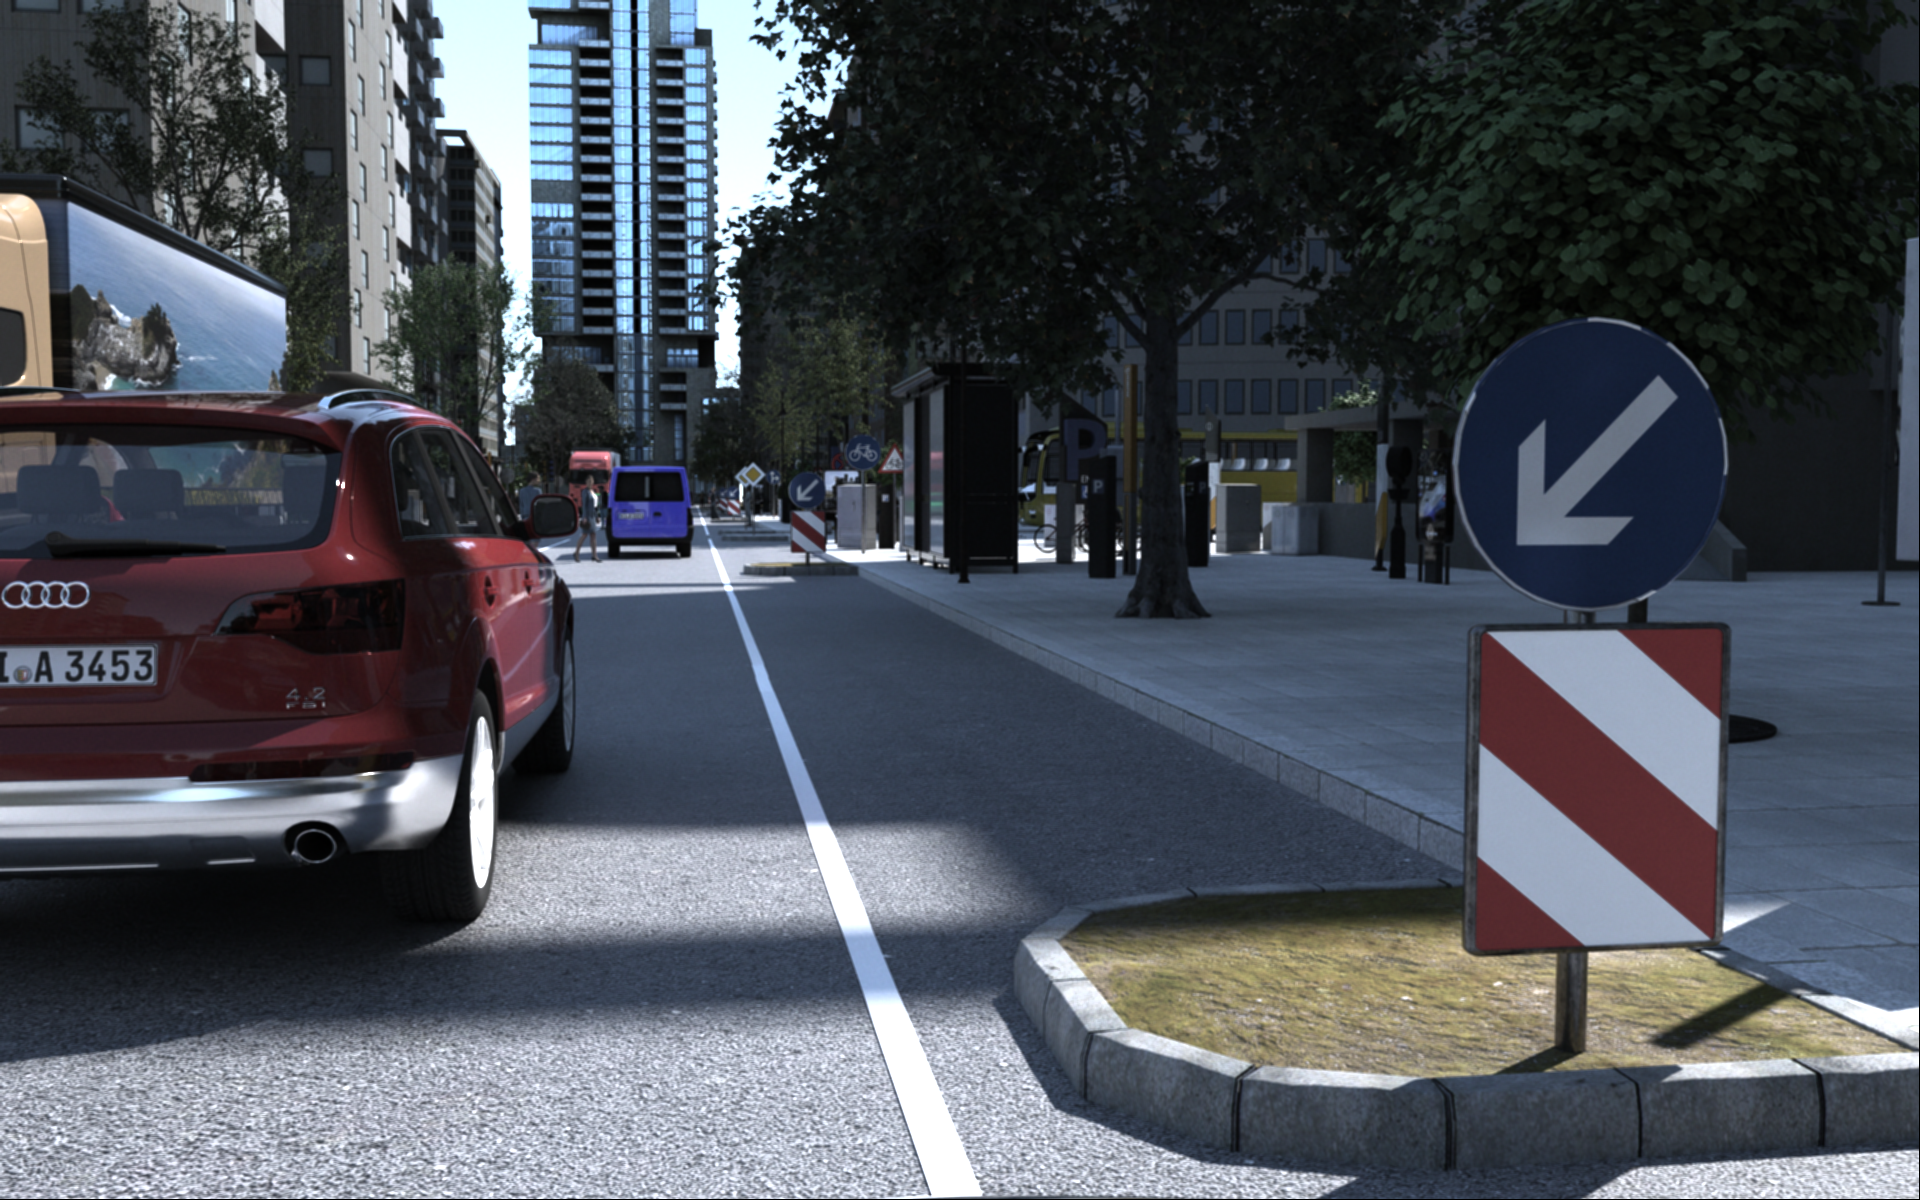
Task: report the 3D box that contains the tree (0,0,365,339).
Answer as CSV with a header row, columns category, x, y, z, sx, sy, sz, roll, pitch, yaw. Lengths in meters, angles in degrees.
category,x,y,z,sx,sy,sz,roll,pitch,yaw
tree,-14.995,-5.973,32.065,8.767,10.594,7.601,0,4,0

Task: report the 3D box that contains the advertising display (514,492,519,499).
category,x,y,z,sx,sy,sz,roll,pitch,yaw
advertising display,-28.737,-6.596,113.054,0.123,1.923,0.974,2,4,28

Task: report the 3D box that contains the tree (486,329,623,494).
category,x,y,z,sx,sy,sz,roll,pitch,yaw
tree,-29.964,-13.339,128.457,12.009,13.543,11.850,0,3,0

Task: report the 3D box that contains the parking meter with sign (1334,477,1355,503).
category,x,y,z,sx,sy,sz,roll,pitch,yaw
parking meter with sign,11.370,-3.364,51.261,0.543,3.016,1.738,2,4,33

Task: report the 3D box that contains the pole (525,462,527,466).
category,x,y,z,sx,sy,sz,roll,pitch,yaw
pole,-27.975,-7.212,111.752,0.158,3.312,0.155,0,3,0

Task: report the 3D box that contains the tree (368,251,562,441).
category,x,y,z,sx,sy,sz,roll,pitch,yaw
tree,-20.956,-9.019,73.215,9.928,11.665,9.643,0,3,0

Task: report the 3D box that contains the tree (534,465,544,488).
category,x,y,z,sx,sy,sz,roll,pitch,yaw
tree,-24.407,-6.285,97.369,1.663,3.219,1.824,0,3,0

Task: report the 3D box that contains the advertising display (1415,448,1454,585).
category,x,y,z,sx,sy,sz,roll,pitch,yaw
advertising display,6.808,-1.201,24.848,0.123,1.923,0.974,-1,4,-11

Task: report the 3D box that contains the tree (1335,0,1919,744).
category,x,y,z,sx,sy,sz,roll,pitch,yaw
tree,3.646,-1.575,9.471,4.285,4.588,4.351,0,3,0

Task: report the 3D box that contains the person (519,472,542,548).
category,x,y,z,sx,sy,sz,roll,pitch,yaw
person,-7.439,-1.314,30.010,0.581,1.822,0.654,3,4,38

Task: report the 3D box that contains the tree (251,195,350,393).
category,x,y,z,sx,sy,sz,roll,pitch,yaw
tree,-16.871,-5.645,42.652,4.737,8.622,4.395,0,3,0

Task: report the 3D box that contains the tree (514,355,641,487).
category,x,y,z,sx,sy,sz,roll,pitch,yaw
tree,-31.558,-13.718,141.290,9.611,12.733,9.660,0,3,0

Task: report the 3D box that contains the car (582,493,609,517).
category,x,y,z,sx,sy,sz,roll,pitch,yaw
car,-19.606,-5.247,94.587,1.959,1.807,4.718,0,4,-7

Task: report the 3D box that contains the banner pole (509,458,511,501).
category,x,y,z,sx,sy,sz,roll,pitch,yaw
banner pole,-30.721,-7.876,118.782,0.401,3.779,0.863,1,4,11

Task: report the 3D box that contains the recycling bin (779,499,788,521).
category,x,y,z,sx,sy,sz,roll,pitch,yaw
recycling bin,-8.168,-4.233,81.770,0.722,1.027,0.722,-1,4,-10

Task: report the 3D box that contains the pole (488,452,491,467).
category,x,y,z,sx,sy,sz,roll,pitch,yaw
pole,-22.843,-5.524,84.156,0.158,3.312,0.155,0,3,0

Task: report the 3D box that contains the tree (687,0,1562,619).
category,x,y,z,sx,sy,sz,roll,pitch,yaw
tree,2.010,-6.168,17.853,9.611,12.733,9.660,0,3,0

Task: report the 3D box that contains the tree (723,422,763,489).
category,x,y,z,sx,sy,sz,roll,pitch,yaw
tree,-20.808,-13.280,167.497,4.360,8.622,3.978,0,3,0

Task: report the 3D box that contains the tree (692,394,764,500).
category,x,y,z,sx,sy,sz,roll,pitch,yaw
tree,-23.278,-15.310,176.078,9.928,11.665,9.643,0,3,0

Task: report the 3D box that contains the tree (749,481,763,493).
category,x,y,z,sx,sy,sz,roll,pitch,yaw
tree,-17.320,-9.184,144.757,1.663,3.219,1.824,0,3,0

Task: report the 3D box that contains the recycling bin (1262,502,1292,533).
category,x,y,z,sx,sy,sz,roll,pitch,yaw
recycling bin,9.839,-2.511,53.602,0.722,1.027,0.722,3,5,41

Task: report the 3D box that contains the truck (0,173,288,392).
category,x,y,z,sx,sy,sz,roll,pitch,yaw
truck,-9.335,-1.738,17.328,2.839,4.237,11.283,0,4,-8

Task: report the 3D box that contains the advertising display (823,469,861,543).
category,x,y,z,sx,sy,sz,roll,pitch,yaw
advertising display,-3.065,-2.429,44.935,0.974,1.923,0.123,0,4,4

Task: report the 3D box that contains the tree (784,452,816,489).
category,x,y,z,sx,sy,sz,roll,pitch,yaw
tree,-6.466,-4.773,72.645,1.663,3.219,1.824,0,3,0

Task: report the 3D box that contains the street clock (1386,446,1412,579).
category,x,y,z,sx,sy,sz,roll,pitch,yaw
street clock,6.653,-1.328,26.281,0.358,2.002,0.471,3,4,38

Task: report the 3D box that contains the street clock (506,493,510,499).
category,x,y,z,sx,sy,sz,roll,pitch,yaw
street clock,-28.517,-6.418,109.502,0.358,2.002,0.471,2,4,27

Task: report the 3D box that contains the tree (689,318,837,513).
category,x,y,z,sx,sy,sz,roll,pitch,yaw
tree,-13.584,-12.842,120.343,12.009,13.543,11.850,0,3,0

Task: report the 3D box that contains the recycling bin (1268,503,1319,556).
category,x,y,z,sx,sy,sz,roll,pitch,yaw
recycling bin,7.025,-1.453,36.310,0.722,1.027,0.722,-3,5,-41

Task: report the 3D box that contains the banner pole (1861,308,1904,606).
category,x,y,z,sx,sy,sz,roll,pitch,yaw
banner pole,10.873,-1.837,20.045,0.863,3.779,0.401,-2,4,-26

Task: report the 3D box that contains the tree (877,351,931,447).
category,x,y,z,sx,sy,sz,roll,pitch,yaw
tree,-2.273,-8.292,85.942,4.360,8.622,3.978,0,3,0

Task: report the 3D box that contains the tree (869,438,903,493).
category,x,y,z,sx,sy,sz,roll,pitch,yaw
tree,-3.821,-7.168,100.915,4.285,4.588,4.351,0,3,0

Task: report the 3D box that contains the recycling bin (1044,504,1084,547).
category,x,y,z,sx,sy,sz,roll,pitch,yaw
recycling bin,2.537,-1.814,42.214,0.722,1.027,0.722,3,5,42

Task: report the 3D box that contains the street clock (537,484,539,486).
category,x,y,z,sx,sy,sz,roll,pitch,yaw
street clock,-25.149,-5.988,102.469,0.471,2.002,0.358,0,4,-4

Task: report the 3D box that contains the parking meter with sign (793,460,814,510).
category,x,y,z,sx,sy,sz,roll,pitch,yaw
parking meter with sign,-7.395,-5.441,85.223,1.738,3.016,0.543,3,5,40

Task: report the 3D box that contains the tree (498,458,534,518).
category,x,y,z,sx,sy,sz,roll,pitch,yaw
tree,-24.101,-6.047,93.464,1.663,3.219,1.824,0,3,0

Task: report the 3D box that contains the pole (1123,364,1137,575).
category,x,y,z,sx,sy,sz,roll,pitch,yaw
pole,2.687,-2.049,27.345,0.158,3.312,0.155,0,3,0

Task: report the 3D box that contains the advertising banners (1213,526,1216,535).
category,x,y,z,sx,sy,sz,roll,pitch,yaw
advertising banners,7.311,-3.608,55.183,2.074,3.025,0.090,2,4,24

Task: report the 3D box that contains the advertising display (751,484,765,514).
category,x,y,z,sx,sy,sz,roll,pitch,yaw
advertising display,-12.944,-6.458,110.798,0.974,1.923,0.123,2,4,27

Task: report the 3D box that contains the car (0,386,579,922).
category,x,y,z,sx,sy,sz,roll,pitch,yaw
car,-2.805,0.089,7.220,2.281,1.827,5.304,0,4,-7

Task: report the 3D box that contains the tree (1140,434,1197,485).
category,x,y,z,sx,sy,sz,roll,pitch,yaw
tree,5.677,-3.199,46.907,1.663,3.219,1.824,0,3,0

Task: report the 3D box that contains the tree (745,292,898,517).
category,x,y,z,sx,sy,sz,roll,pitch,yaw
tree,-3.378,-6.064,49.503,4.737,8.622,4.395,0,3,0

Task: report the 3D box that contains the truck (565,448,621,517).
category,x,y,z,sx,sy,sz,roll,pitch,yaw
truck,-22.606,-7.241,107.307,2.839,4.237,11.283,0,4,-8
